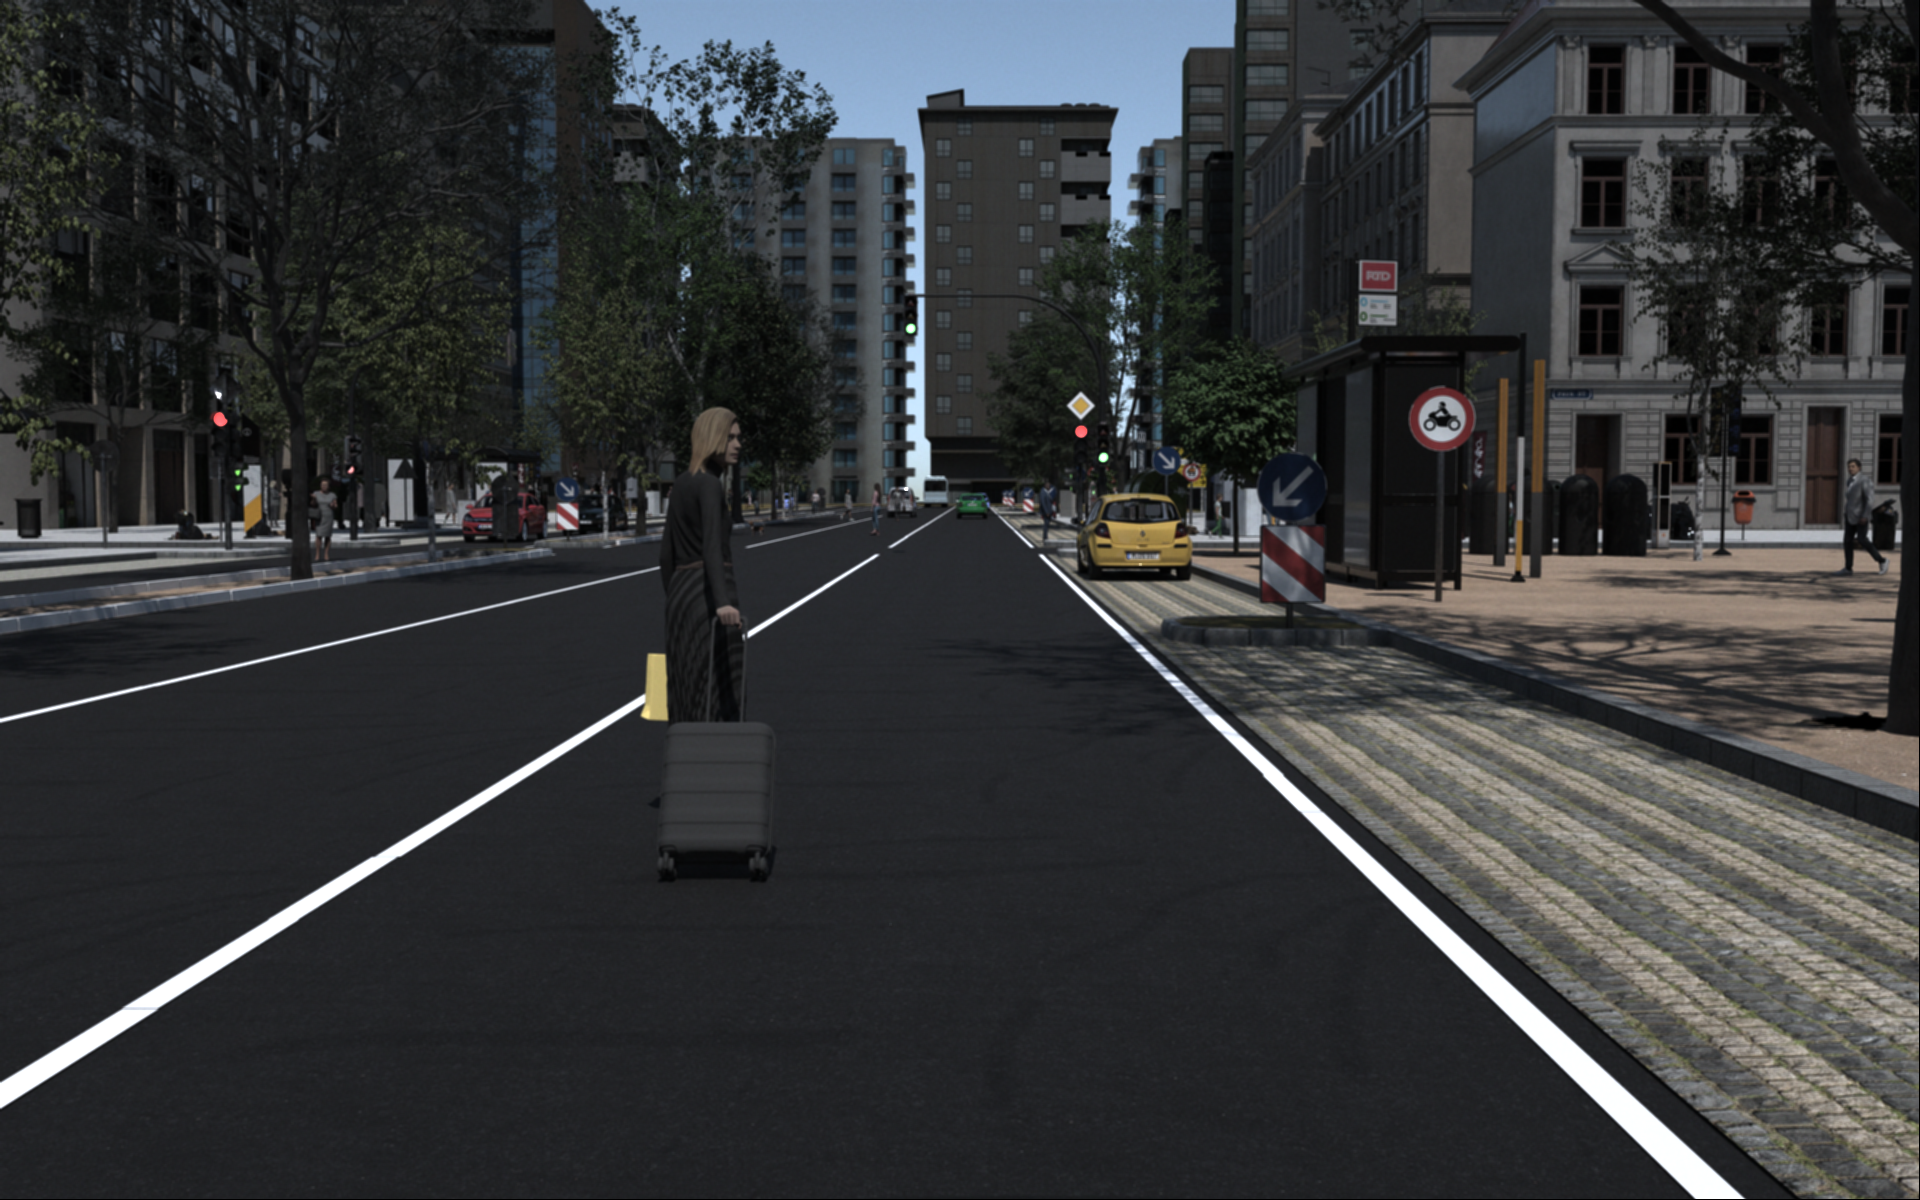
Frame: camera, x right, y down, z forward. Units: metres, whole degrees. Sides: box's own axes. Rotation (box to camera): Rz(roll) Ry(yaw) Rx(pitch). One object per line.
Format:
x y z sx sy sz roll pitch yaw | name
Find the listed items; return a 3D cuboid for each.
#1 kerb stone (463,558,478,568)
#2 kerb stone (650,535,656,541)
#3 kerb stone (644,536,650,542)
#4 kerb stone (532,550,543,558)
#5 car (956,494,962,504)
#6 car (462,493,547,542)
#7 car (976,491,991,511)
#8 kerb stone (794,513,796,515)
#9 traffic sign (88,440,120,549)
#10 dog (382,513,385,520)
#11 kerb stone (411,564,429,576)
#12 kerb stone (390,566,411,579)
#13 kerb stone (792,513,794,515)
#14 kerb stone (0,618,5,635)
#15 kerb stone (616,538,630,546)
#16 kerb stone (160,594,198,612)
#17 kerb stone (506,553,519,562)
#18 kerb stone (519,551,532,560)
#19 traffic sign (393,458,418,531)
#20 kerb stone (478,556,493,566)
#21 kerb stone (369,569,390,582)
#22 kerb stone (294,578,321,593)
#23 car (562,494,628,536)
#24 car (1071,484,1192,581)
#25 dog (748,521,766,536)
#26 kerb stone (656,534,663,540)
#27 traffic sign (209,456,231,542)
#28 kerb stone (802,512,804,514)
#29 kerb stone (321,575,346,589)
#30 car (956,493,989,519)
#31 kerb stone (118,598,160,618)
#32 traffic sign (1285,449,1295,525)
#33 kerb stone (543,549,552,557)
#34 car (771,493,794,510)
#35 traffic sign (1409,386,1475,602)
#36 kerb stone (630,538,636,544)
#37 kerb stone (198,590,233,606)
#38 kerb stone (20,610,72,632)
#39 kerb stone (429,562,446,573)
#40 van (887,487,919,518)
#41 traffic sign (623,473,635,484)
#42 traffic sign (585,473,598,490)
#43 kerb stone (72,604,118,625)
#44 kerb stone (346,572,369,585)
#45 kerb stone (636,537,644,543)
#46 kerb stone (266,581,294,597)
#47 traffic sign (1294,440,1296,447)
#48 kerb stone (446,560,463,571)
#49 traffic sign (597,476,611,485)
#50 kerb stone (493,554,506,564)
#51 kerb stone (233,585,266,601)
-9.664 -0.710 33.828 0.120 0.150 1.000 0 4 1 | kerb stone
-9.488 -1.870 52.796 0.120 0.150 1.000 0 4 1 | kerb stone
-9.496 -1.809 51.773 0.120 0.150 1.000 0 4 1 | kerb stone
-9.612 -1.025 38.954 0.120 0.150 1.000 0 4 1 | kerb stone
0.668 -8.991 158.804 2.131 1.459 4.920 0 4 2 | car
-13.851 -2.677 52.807 2.155 1.783 4.494 0 4 -1 | car
1.596 -8.208 143.791 1.945 1.707 3.694 0 4 -1 | car
-11.024 -5.569 113.355 0.120 0.150 1.000 0 4 1 | kerb stone
-20.104 -2.481 40.667 0.768 2.556 0.104 0 4 3 | traffic sign
-28.284 -4.149 84.669 0.540 0.507 0.406 -3 4 -36 | dog
-9.693 -0.522 30.756 0.120 0.150 1.000 0 4 1 | kerb stone
-9.696 -0.457 29.729 0.120 0.150 1.000 0 4 1 | kerb stone
-11.032 -5.513 112.326 0.120 0.150 1.000 0 4 1 | kerb stone
-9.814 0.292 17.418 0.120 0.150 1.000 0 4 1 | kerb stone
-9.522 -1.621 48.698 0.120 0.150 1.000 0 4 1 | kerb stone
-9.776 0.042 21.510 0.120 0.150 1.000 0 4 1 | kerb stone
-9.641 -0.899 36.900 0.120 0.150 1.000 0 4 1 | kerb stone
-9.629 -0.960 37.932 0.120 0.150 1.000 0 4 1 | kerb stone
-19.231 -3.674 60.073 0.884 2.594 0.081 0 4 5 | traffic sign
-9.647 -0.774 34.850 0.120 0.150 1.000 0 4 1 | kerb stone
-9.715 -0.398 28.702 0.120 0.150 1.000 0 4 1 | kerb stone
-9.741 -0.208 25.625 0.120 0.150 1.000 0 4 1 | kerb stone
-12.738 -3.102 60.503 2.009 1.686 4.222 0 4 -1 | car
2.962 -1.207 29.959 2.015 1.641 3.980 0 3 0 | car
-6.876 -2.413 58.742 0.540 0.507 0.406 -1 4 -23 | dog
-9.474 -1.934 53.818 0.120 0.150 1.000 0 4 1 | kerb stone
-19.956 -2.728 46.728 0.606 2.300 0.079 0 4 5 | traffic sign
-10.980 -5.885 118.476 0.120 0.150 1.000 0 4 1 | kerb stone
-9.727 -0.272 26.646 0.120 0.150 1.000 0 4 1 | kerb stone
0.715 -5.677 101.621 1.959 1.807 4.718 0 4 1 | car
-9.790 0.104 20.488 0.120 0.150 1.000 0 4 1 | kerb stone
7.572 -2.442 40.037 0.768 2.556 0.104 0 4 4 | traffic sign
-9.598 -1.088 39.983 0.120 0.150 1.000 0 4 1 | kerb stone
-15.590 -8.742 152.516 1.945 1.707 3.694 0 3 0 | car
5.698 -1.251 20.552 0.768 2.556 0.104 0 4 6 | traffic sign
-9.522 -1.683 49.720 0.120 0.150 1.000 0 4 1 | kerb stone
-9.768 -0.021 22.534 0.120 0.150 1.000 0 4 1 | kerb stone
-9.801 0.230 18.440 0.120 0.150 1.000 0 4 1 | kerb stone
-9.682 -0.586 31.778 0.120 0.150 1.000 0 4 1 | kerb stone
-3.558 -6.101 106.767 2.013 2.044 4.112 0 4 2 | van
-19.884 -6.364 104.161 0.768 2.556 0.104 1 4 10 | traffic sign
-22.096 -6.340 103.771 0.768 2.556 0.104 0 4 3 | traffic sign
-9.799 0.172 19.462 0.120 0.150 1.000 0 4 1 | kerb stone
-9.713 -0.335 27.671 0.120 0.150 1.000 0 4 1 | kerb stone
-9.499 -1.744 50.745 0.120 0.150 1.000 0 4 1 | kerb stone
-9.749 -0.145 24.592 0.120 0.150 1.000 0 4 1 | kerb stone
6.621 -1.973 32.361 0.768 2.556 0.104 0 4 3 | traffic sign
-9.667 -0.649 32.806 0.120 0.150 1.000 0 4 1 | kerb stone
-21.398 -6.368 104.118 0.884 2.594 0.081 0 4 1 | traffic sign
-9.644 -0.836 35.872 0.120 0.150 1.000 0 4 1 | kerb stone
-9.751 -0.079 23.566 0.120 0.150 1.000 0 4 1 | kerb stone
